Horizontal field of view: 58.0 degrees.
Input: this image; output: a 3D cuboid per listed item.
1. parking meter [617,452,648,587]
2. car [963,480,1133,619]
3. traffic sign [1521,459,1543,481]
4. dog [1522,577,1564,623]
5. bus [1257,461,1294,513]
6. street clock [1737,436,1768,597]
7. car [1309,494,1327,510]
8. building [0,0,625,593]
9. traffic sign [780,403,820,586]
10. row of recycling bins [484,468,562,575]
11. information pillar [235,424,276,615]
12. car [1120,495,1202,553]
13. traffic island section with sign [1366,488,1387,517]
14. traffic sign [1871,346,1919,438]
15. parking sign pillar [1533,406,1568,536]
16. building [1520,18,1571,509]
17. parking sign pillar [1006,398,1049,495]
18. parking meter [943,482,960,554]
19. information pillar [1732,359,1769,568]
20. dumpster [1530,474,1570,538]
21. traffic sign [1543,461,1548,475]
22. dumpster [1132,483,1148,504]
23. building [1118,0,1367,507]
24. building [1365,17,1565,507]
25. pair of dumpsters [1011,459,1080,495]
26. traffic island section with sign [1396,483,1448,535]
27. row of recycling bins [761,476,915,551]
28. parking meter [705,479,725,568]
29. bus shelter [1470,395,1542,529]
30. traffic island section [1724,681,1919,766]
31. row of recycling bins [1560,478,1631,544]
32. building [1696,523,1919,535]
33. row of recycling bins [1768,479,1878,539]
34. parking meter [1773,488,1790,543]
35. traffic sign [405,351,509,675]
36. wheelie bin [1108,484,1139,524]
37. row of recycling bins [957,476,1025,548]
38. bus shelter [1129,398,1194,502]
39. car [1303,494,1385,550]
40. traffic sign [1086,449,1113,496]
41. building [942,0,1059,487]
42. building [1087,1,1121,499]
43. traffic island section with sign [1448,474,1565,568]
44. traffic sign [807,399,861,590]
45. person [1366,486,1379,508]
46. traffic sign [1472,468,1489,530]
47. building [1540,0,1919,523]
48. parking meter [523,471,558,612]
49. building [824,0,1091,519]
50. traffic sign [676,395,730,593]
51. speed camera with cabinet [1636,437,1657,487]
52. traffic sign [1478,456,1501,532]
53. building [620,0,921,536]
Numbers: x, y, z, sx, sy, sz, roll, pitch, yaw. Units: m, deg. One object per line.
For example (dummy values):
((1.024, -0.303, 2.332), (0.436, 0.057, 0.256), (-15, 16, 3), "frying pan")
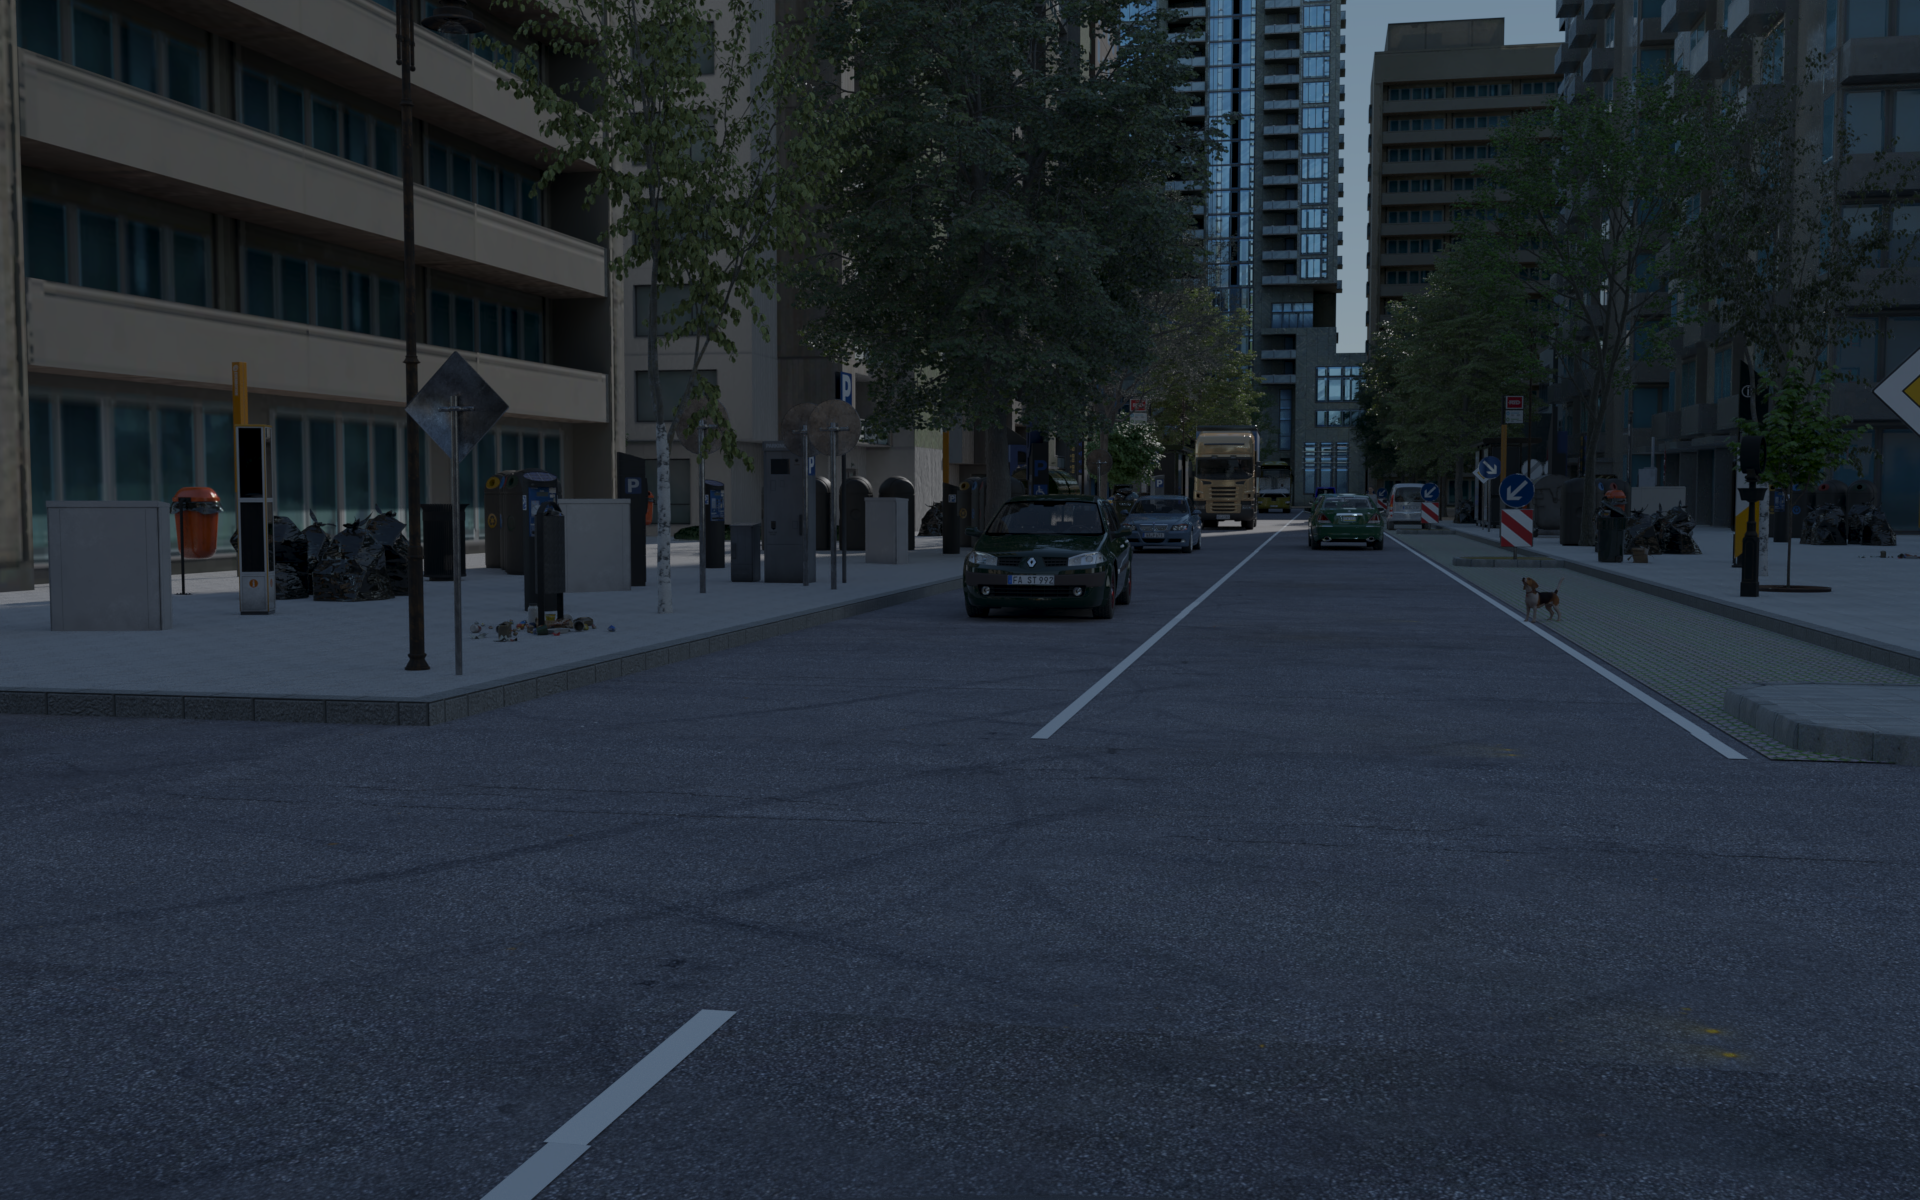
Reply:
((-4.552, -1.125, 24.098), (0.399, 1.863, 0.255), (-1, 4, -21), "parking meter")
((1.142, -0.699, 21.213), (2.009, 1.686, 4.222), (1, 4, 10), "car")
((20.959, -3.878, 63.504), (0.768, 2.556, 0.104), (1, 4, 13), "traffic sign")
((6.522, -0.006, 19.384), (0.406, 0.507, 0.540), (2, 4, 24), "dog")
((24.160, -8.635, 132.730), (2.896, 3.916, 12.252), (1, 4, 11), "bus")
((9.872, -1.041, 21.596), (0.358, 2.002, 0.471), (2, 4, 35), "street clock")
((19.114, -4.755, 89.540), (2.131, 1.459, 4.920), (1, 4, 11), "car")
((-20.816, -25.049, 33.253), (21.300, 48.544, 21.600), (1, 4, 12), "building")
((-2.154, -1.470, 24.134), (0.768, 2.556, 0.104), (1, 4, 17), "traffic sign")
((-7.284, -1.337, 28.974), (1.069, 1.692, 3.534), (-1, 4, -22), "row of recycling bins")
((-7.496, -0.853, 18.432), (0.304, 2.012, 0.304), (0, 4, -8), "information pillar")
((5.091, -1.929, 43.535), (2.014, 1.417, 4.499), (1, 4, 12), "car")
((26.842, -6.243, 110.706), (1.989, 1.847, 2.006), (1, 4, 12), "traffic island section with sign")
((5.789, -0.404, 10.246), (0.795, 2.450, 0.064), (1, 4, 12), "traffic sign")
((18.576, -4.003, 53.927), (1.447, 3.967, 1.447), (1, 4, 13), "parking sign pillar")
((53.731, -49.930, 129.020), (22.319, 86.520, 31.000), (1, 4, 12), "building")
((1.960, -3.360, 43.412), (1.447, 3.967, 1.447), (0, 4, -3), "parking sign pillar")
((-0.188, -1.756, 37.126), (0.372, 1.533, 0.369), (0, 3, 0), "parking meter")
((13.725, -2.367, 30.054), (0.504, 3.616, 0.183), (1, 4, 15), "information pillar")
((17.561, -2.795, 51.462), (1.264, 1.857, 1.865), (1, 4, 12), "dumpster")
((21.101, -3.757, 61.531), (0.768, 2.556, 0.104), (1, 4, 12), "traffic sign")
((8.734, -4.718, 82.902), (1.264, 1.857, 1.865), (1, 4, 12), "dumpster")
((27.619, -53.330, 184.610), (31.000, 86.520, 22.319), (1, 4, 12), "building")
((53.483, -34.084, 180.973), (21.600, 48.544, 21.300), (1, 4, 12), "building")
((2.229, -2.732, 47.154), (1.574, 2.255, 4.437), (1, 4, 12), "pair of dumpsters")
((16.613, -3.254, 61.823), (1.989, 1.847, 2.006), (1, 4, 12), "traffic island section with sign")
((-2.788, -1.988, 39.620), (3.534, 1.692, 1.069), (0, 4, -1), "row of recycling bins")
((-4.263, -1.320, 29.994), (0.372, 1.533, 0.369), (0, 3, 0), "parking meter")
((21.327, -5.542, 68.246), (2.179, 5.291, 8.768), (1, 4, 12), "bus shelter")
((5.814, 0.732, 10.319), (2.009, 0.180, 2.903), (1, 4, 12), "traffic island section")
((16.496, -2.320, 45.043), (1.069, 1.692, 3.534), (3, 5, 39), "row of recycling bins")
((39.215, -27.169, 63.824), (23.786, 49.044, 30.456), (1, 4, 12), "building")
((24.792, -2.631, 50.134), (1.069, 1.692, 3.534), (-2, 4, -32), "row of recycling bins")
((21.803, -2.296, 45.946), (0.372, 1.533, 0.369), (0, 3, 0), "parking meter")
((-3.549, -0.524, 12.215), (0.795, 2.450, 0.064), (1, 4, 12), "traffic sign")
((5.343, -2.966, 56.406), (0.980, 1.594, 0.693), (0, 4, -6), "wheelie bin")
((0.734, -2.047, 40.574), (1.069, 1.692, 3.534), (-1, 4, -14), "row of recycling bins")
((8.720, -5.963, 75.131), (2.179, 5.291, 8.768), (1, 4, 12), "bus shelter")
((10.189, -2.083, 45.858), (2.131, 1.459, 4.920), (1, 4, 10), "car")
((3.905, -2.976, 48.763), (0.768, 2.556, 0.104), (1, 4, 19), "traffic sign")
((-2.547, -19.828, 95.881), (14.160, 30.474, 14.107), (1, 4, 12), "building")
((3.662, -28.948, 123.415), (14.600, 45.320, 14.200), (1, 4, 12), "building")
((10.870, -1.579, 34.444), (1.989, 1.847, 2.006), (1, 4, 12), "traffic island section with sign")
((-1.698, -1.413, 23.216), (0.768, 2.556, 0.104), (1, 4, 15), "traffic sign")
((14.512, -3.187, 61.354), (0.466, 1.731, 0.760), (-3, 5, -43), "person")
((18.592, -3.690, 61.509), (0.795, 2.450, 0.064), (1, 4, 19), "traffic sign")
((47.005, -29.396, 100.233), (23.786, 49.044, 30.456), (1, 4, 12), "building")
((-4.603, -0.649, 19.024), (0.372, 1.533, 0.369), (0, 3, 0), "parking meter")
((0.382, -26.059, 109.652), (14.154, 41.232, 14.086), (1, 4, 12), "building")
((-3.331, -1.361, 22.354), (0.768, 2.556, 0.104), (1, 4, 16), "traffic sign")
((24.069, -4.065, 60.795), (0.660, 3.252, 2.038), (1, 4, 20), "speed camera with cabinet")
((17.824, -3.559, 58.290), (0.768, 2.556, 0.104), (1, 4, 15), "traffic sign")
((-8.748, -22.857, 57.312), (14.154, 41.232, 14.086), (1, 4, 12), "building")
